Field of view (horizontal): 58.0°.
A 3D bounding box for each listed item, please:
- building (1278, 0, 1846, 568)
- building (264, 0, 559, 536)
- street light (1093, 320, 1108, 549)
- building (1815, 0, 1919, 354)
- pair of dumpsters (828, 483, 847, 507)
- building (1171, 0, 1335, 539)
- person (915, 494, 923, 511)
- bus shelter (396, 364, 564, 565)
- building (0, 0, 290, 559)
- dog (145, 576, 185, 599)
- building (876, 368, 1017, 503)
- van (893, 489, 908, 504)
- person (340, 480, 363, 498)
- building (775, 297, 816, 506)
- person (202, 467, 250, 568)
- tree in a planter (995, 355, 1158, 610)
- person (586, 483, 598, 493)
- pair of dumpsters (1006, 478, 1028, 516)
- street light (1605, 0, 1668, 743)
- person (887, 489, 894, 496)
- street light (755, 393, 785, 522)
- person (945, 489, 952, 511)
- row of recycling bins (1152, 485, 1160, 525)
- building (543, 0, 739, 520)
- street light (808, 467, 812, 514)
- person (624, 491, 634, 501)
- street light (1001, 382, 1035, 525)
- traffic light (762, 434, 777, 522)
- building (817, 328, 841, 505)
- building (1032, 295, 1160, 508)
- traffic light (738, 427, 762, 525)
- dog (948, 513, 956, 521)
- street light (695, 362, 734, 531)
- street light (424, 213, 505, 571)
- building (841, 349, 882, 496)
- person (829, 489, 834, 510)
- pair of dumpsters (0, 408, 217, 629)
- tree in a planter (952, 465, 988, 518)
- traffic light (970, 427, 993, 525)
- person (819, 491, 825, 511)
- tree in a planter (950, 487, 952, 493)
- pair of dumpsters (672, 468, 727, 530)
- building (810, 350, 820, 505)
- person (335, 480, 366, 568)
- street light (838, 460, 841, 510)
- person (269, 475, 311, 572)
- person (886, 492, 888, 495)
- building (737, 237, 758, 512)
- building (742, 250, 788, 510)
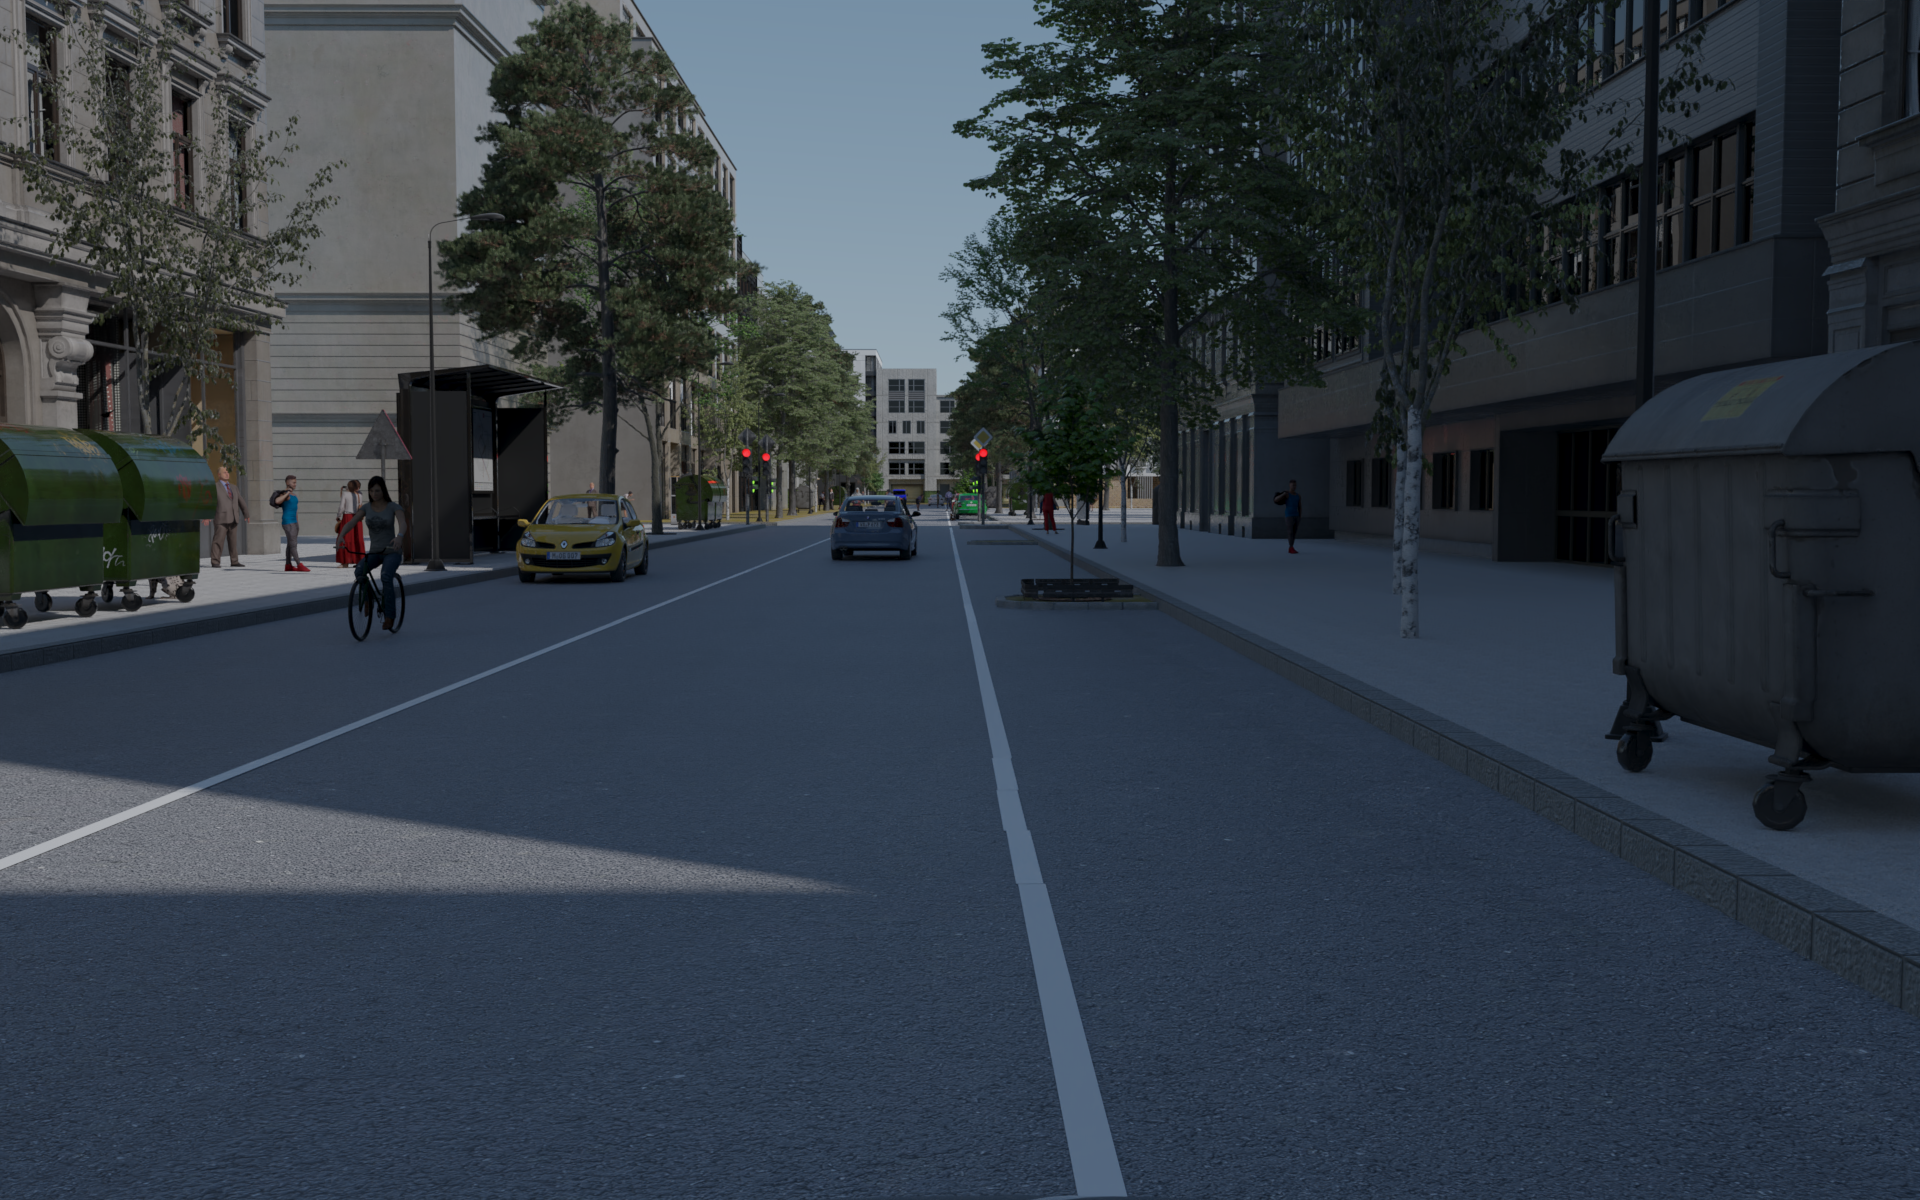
[{"bbox_3d":[15.913,-13.068,32.728,14.314,24.678,30.058,0,4,-1],"label":"building"},{"bbox_3d":[-32.211,-14.680,59.104,34.723,24.649,14.460,0,4,-1],"label":"building"},{"bbox_3d":[2.757,-4.157,40.506,1.470,5.913,1.316,0,4,-1],"label":"street light"},{"bbox_3d":[13.674,-9.752,8.591,9.793,20.994,18.267,0,4,-1],"label":"building"},{"bbox_3d":[-10.419,-8.836,146.963,1.574,2.255,4.436,0,4,-1],"label":"pair of dumpsters"},{"bbox_3d":[12.921,-12.758,57.741,9.793,20.994,18.267,0,4,-1],"label":"building"},{"bbox_3d":[-3.488,-8.407,149.179,0.697,1.427,0.421,1,4,19],"label":"person"},{"bbox_3d":[-9.385,-2.638,34.420,1.731,3.624,6.357,0,4,0],"label":"bus shelter"},{"bbox_3d":[-18.909,-10.155,16.945,10.553,20.767,40.483,0,4,-1],"label":"building"},{"bbox_3d":[-9.677,-0.412,21.115,0.800,0.831,0.513,3,4,37],"label":"dog"},{"bbox_3d":[3.922,-23.597,252.269,31.486,18.905,16.747,0,4,-1],"label":"building"},{"bbox_3d":[-7.894,-13.488,224.914,2.240,2.365,5.245,0,4,-2],"label":"van"},{"bbox_3d":[-15.500,-2.240,44.119,0.566,1.644,0.517,-3,4,-36],"label":"person"},{"bbox_3d":[-23.746,-18.623,170.942,16.747,18.905,31.486,0,4,-1],"label":"building"},{"bbox_3d":[-12.804,-1.449,30.284,0.434,1.755,0.990,2,4,31],"label":"person"},{"bbox_3d":[1.457,-1.536,22.339,1.991,3.239,1.994,0,4,-1],"label":"tree in a planter"},{"bbox_3d":[-15.345,-4.012,72.187,0.990,1.755,0.434,2,4,26],"label":"person"},{"bbox_3d":[3.543,-6.082,101.937,1.574,2.255,4.436,0,4,-1],"label":"pair of dumpsters"},{"bbox_3d":[3.021,-2.226,8.941,1.470,5.913,1.316,0,4,-1],"label":"street light"},{"bbox_3d":[-3.960,-5.364,97.139,0.756,1.711,0.436,-3,4,-37],"label":"person"},{"bbox_3d":[-8.745,-6.573,80.006,1.470,5.913,1.316,0,4,-1],"label":"street light"},{"bbox_3d":[-0.926,-8.374,145.285,0.709,1.838,0.599,0,4,-2],"label":"person"},{"bbox_3d":[9.798,-3.989,72.339,3.534,1.692,1.069,0,4,5],"label":"row of recycling bins"},{"bbox_3d":[-24.603,-18.124,100.847,19.350,26.468,34.151,0,4,-1],"label":"building"},{"bbox_3d":[-9.138,-8.503,111.570,1.470,5.913,1.316,0,4,-1],"label":"street light"},{"bbox_3d":[-16.248,-4.583,84.165,0.799,1.438,0.628,-1,4,-17],"label":"person"},{"bbox_3d":[2.412,-6.087,72.070,1.470,5.913,1.316,0,4,-1],"label":"street light"},{"bbox_3d":[-8.895,-5.547,79.944,0.839,4.213,0.868,0,4,-1],"label":"traffic light"},{"bbox_3d":[-32.133,-22.524,212.242,32.646,21.610,27.936,0,4,-1],"label":"building"},{"bbox_3d":[15.089,-18.928,165.889,16.016,20.091,11.380,0,4,-1],"label":"building"},{"bbox_3d":[-8.817,-5.059,71.959,0.839,4.213,0.868,0,4,-1],"label":"traffic light"},{"bbox_3d":[-0.480,-4.447,92.908,0.550,0.427,0.748,1,4,17],"label":"dog"},{"bbox_3d":[-8.635,-5.406,60.927,1.470,5.913,1.316,0,4,-1],"label":"street light"},{"bbox_3d":[-8.230,-3.441,28.794,1.470,5.913,1.316,0,4,-1],"label":"street light"},{"bbox_3d":[-28.199,-25.302,257.658,32.646,21.610,27.936,0,4,-1],"label":"building"},{"bbox_3d":[-10.493,-8.091,139.134,0.742,1.727,0.445,-1,4,-15],"label":"person"},{"bbox_3d":[-9.519,-0.970,18.346,1.574,2.255,4.436,0,4,-1],"label":"pair of dumpsters"},{"bbox_3d":[0.661,-6.576,104.736,1.991,3.239,1.994,0,4,-1],"label":"tree in a planter"},{"bbox_3d":[0.944,-5.066,72.070,0.839,4.213,0.868,0,4,-1],"label":"traffic light"},{"bbox_3d":[-10.567,-7.635,133.082,0.590,1.554,0.614,2,4,27],"label":"person"},{"bbox_3d":[0.393,-8.282,132.635,1.991,3.239,1.994,0,4,-1],"label":"tree in a planter"},{"bbox_3d":[-9.608,-3.756,63.911,1.574,2.255,4.436,0,4,0],"label":"pair of dumpsters"},{"bbox_3d":[-23.797,-20.570,192.745,16.016,20.091,11.380,0,4,-1],"label":"building"},{"bbox_3d":[-10.567,-1.316,30.027,0.523,1.526,0.387,-3,4,-37],"label":"person"},{"bbox_3d":[-9.413,-10.447,143.348,1.470,5.913,1.316,0,4,-1],"label":"street light"},{"bbox_3d":[-11.041,-1.263,28.570,0.662,1.594,0.647,0,4,-6],"label":"person"},{"bbox_3d":[-5.770,-7.666,135.908,0.516,1.574,0.319,0,4,8],"label":"person"},{"bbox_3d":[-21.737,-18.147,126.373,12.332,23.373,15.834,0,4,-1],"label":"building"},{"bbox_3d":[-20.300,-17.667,143.609,10.420,20.320,16.860,0,4,-1],"label":"building"}]
